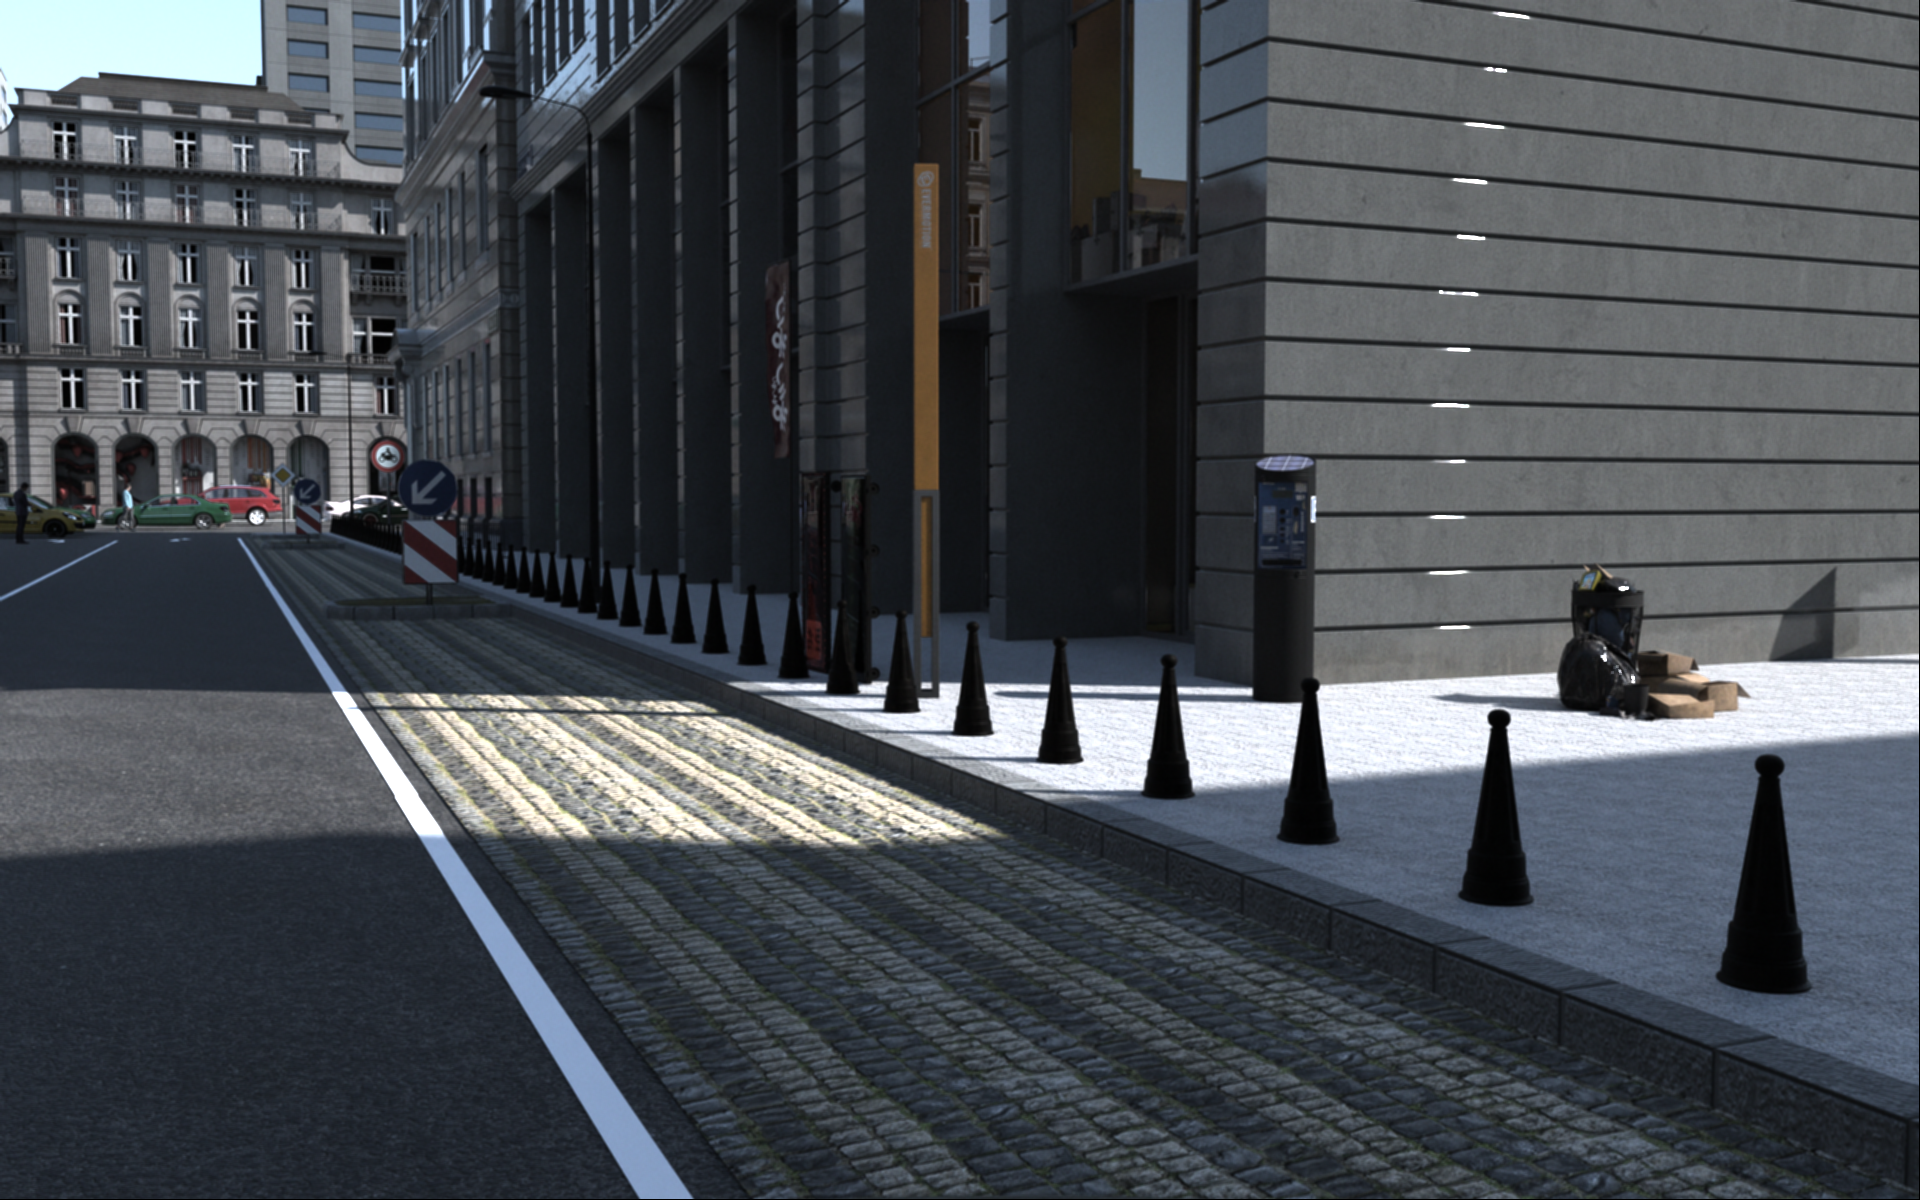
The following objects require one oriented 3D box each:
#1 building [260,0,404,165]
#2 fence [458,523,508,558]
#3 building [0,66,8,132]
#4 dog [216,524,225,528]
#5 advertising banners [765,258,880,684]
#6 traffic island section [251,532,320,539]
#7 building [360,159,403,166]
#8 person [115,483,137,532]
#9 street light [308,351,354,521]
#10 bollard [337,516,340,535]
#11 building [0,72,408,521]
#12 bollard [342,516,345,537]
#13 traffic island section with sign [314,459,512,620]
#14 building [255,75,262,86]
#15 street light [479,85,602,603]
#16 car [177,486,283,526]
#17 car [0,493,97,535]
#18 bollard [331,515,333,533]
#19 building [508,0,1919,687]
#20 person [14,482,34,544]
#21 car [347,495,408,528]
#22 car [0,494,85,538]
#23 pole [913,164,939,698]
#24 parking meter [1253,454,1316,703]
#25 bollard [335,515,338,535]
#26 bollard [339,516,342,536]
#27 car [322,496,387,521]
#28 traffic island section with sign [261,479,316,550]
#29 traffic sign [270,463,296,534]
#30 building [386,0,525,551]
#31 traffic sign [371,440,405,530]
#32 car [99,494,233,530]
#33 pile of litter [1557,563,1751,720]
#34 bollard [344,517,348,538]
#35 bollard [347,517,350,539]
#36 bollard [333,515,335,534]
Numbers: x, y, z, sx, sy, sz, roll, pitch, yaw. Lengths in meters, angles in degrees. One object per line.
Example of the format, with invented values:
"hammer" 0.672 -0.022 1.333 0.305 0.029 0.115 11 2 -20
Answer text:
"building" -58.132 -38.596 173.043 21.231 58.520 28.212 -2 4 -23
"fence" -9.985 -1.220 35.319 2.069 0.683 0.278 2 4 33
"building" -138.148 -41.654 223.049 28.212 58.520 21.231 -2 4 -23
"dog" -31.836 -3.517 74.342 0.513 0.831 0.800 0 4 -3
"advertising banners" -1.029 -0.994 12.444 0.090 3.025 2.074 -2 4 -26
"traffic island section" -21.858 -2.068 56.089 2.009 0.180 2.903 -2 4 -23
"building" -53.021 -23.327 153.096 14.160 30.474 14.107 -2 4 -23
"person" -31.819 -3.531 66.096 0.748 1.841 0.638 0 4 2
"street light" -20.479 -5.139 56.561 1.470 5.913 1.316 -2 4 -23
"bollard" -18.776 -2.248 52.798 0.229 0.601 0.229 0 3 0
"building" -39.526 -15.119 88.988 24.055 21.916 13.314 -2 4 -23
"bollard" -17.959 -2.133 50.912 0.229 0.601 0.229 0 3 0
"traffic island section with sign" -6.490 -0.728 20.527 1.989 1.847 2.006 -2 4 -23
"building" -67.952 -35.015 196.193 21.300 48.544 21.600 -2 4 -23
"street light" -4.806 -2.907 20.076 1.470 5.913 1.316 -2 4 -23
"car" -33.590 -4.280 78.654 5.304 1.827 2.281 -2 4 -24
"car" -33.008 -3.189 60.940 4.718 1.807 1.959 -1 4 -22
"bollard" -20.011 -2.423 55.649 0.229 0.601 0.229 0 3 0
"building" 1.090 -15.208 26.146 11.434 29.767 29.804 -2 4 -23
"person" -27.055 -2.516 50.092 0.683 1.767 0.568 2 4 30
"car" -23.467 -3.835 72.483 4.222 1.686 2.009 -1 4 -22
"car" -30.943 -2.848 56.796 3.980 1.641 2.015 -1 4 -22
"pole" -0.215 -1.040 10.851 0.158 3.312 0.155 0 3 0
"parking meter" 2.016 -0.144 10.765 0.372 1.533 0.369 0 3 0
"bollard" -19.186 -2.307 53.753 0.229 0.601 0.229 0 3 0
"bollard" -18.368 -2.190 51.855 0.229 0.601 0.229 0 3 0
"car" -25.972 -3.986 77.536 4.827 1.381 2.083 -1 4 -22
"traffic island section with sign" -17.225 -2.246 45.342 1.989 1.847 2.006 -2 4 -23
"traffic sign" -21.877 -3.202 56.003 0.795 2.450 0.064 -2 4 -23
"building" -8.441 -16.106 49.236 13.634 28.700 20.117 -2 4 -23
"traffic sign" -13.491 -2.495 40.895 0.768 2.556 0.104 -1 4 -21
"car" -32.114 -3.568 70.127 4.920 1.459 2.131 -1 4 -23
"pile of litter" 4.222 0.206 10.605 1.176 0.858 1.719 3 4 38
"bollard" -17.548 -2.074 49.957 0.229 0.601 0.229 0 3 0
"bollard" -17.139 -2.017 49.015 0.229 0.601 0.229 0 3 0
"bollard" -19.603 -2.365 54.707 0.229 0.601 0.229 0 3 0
